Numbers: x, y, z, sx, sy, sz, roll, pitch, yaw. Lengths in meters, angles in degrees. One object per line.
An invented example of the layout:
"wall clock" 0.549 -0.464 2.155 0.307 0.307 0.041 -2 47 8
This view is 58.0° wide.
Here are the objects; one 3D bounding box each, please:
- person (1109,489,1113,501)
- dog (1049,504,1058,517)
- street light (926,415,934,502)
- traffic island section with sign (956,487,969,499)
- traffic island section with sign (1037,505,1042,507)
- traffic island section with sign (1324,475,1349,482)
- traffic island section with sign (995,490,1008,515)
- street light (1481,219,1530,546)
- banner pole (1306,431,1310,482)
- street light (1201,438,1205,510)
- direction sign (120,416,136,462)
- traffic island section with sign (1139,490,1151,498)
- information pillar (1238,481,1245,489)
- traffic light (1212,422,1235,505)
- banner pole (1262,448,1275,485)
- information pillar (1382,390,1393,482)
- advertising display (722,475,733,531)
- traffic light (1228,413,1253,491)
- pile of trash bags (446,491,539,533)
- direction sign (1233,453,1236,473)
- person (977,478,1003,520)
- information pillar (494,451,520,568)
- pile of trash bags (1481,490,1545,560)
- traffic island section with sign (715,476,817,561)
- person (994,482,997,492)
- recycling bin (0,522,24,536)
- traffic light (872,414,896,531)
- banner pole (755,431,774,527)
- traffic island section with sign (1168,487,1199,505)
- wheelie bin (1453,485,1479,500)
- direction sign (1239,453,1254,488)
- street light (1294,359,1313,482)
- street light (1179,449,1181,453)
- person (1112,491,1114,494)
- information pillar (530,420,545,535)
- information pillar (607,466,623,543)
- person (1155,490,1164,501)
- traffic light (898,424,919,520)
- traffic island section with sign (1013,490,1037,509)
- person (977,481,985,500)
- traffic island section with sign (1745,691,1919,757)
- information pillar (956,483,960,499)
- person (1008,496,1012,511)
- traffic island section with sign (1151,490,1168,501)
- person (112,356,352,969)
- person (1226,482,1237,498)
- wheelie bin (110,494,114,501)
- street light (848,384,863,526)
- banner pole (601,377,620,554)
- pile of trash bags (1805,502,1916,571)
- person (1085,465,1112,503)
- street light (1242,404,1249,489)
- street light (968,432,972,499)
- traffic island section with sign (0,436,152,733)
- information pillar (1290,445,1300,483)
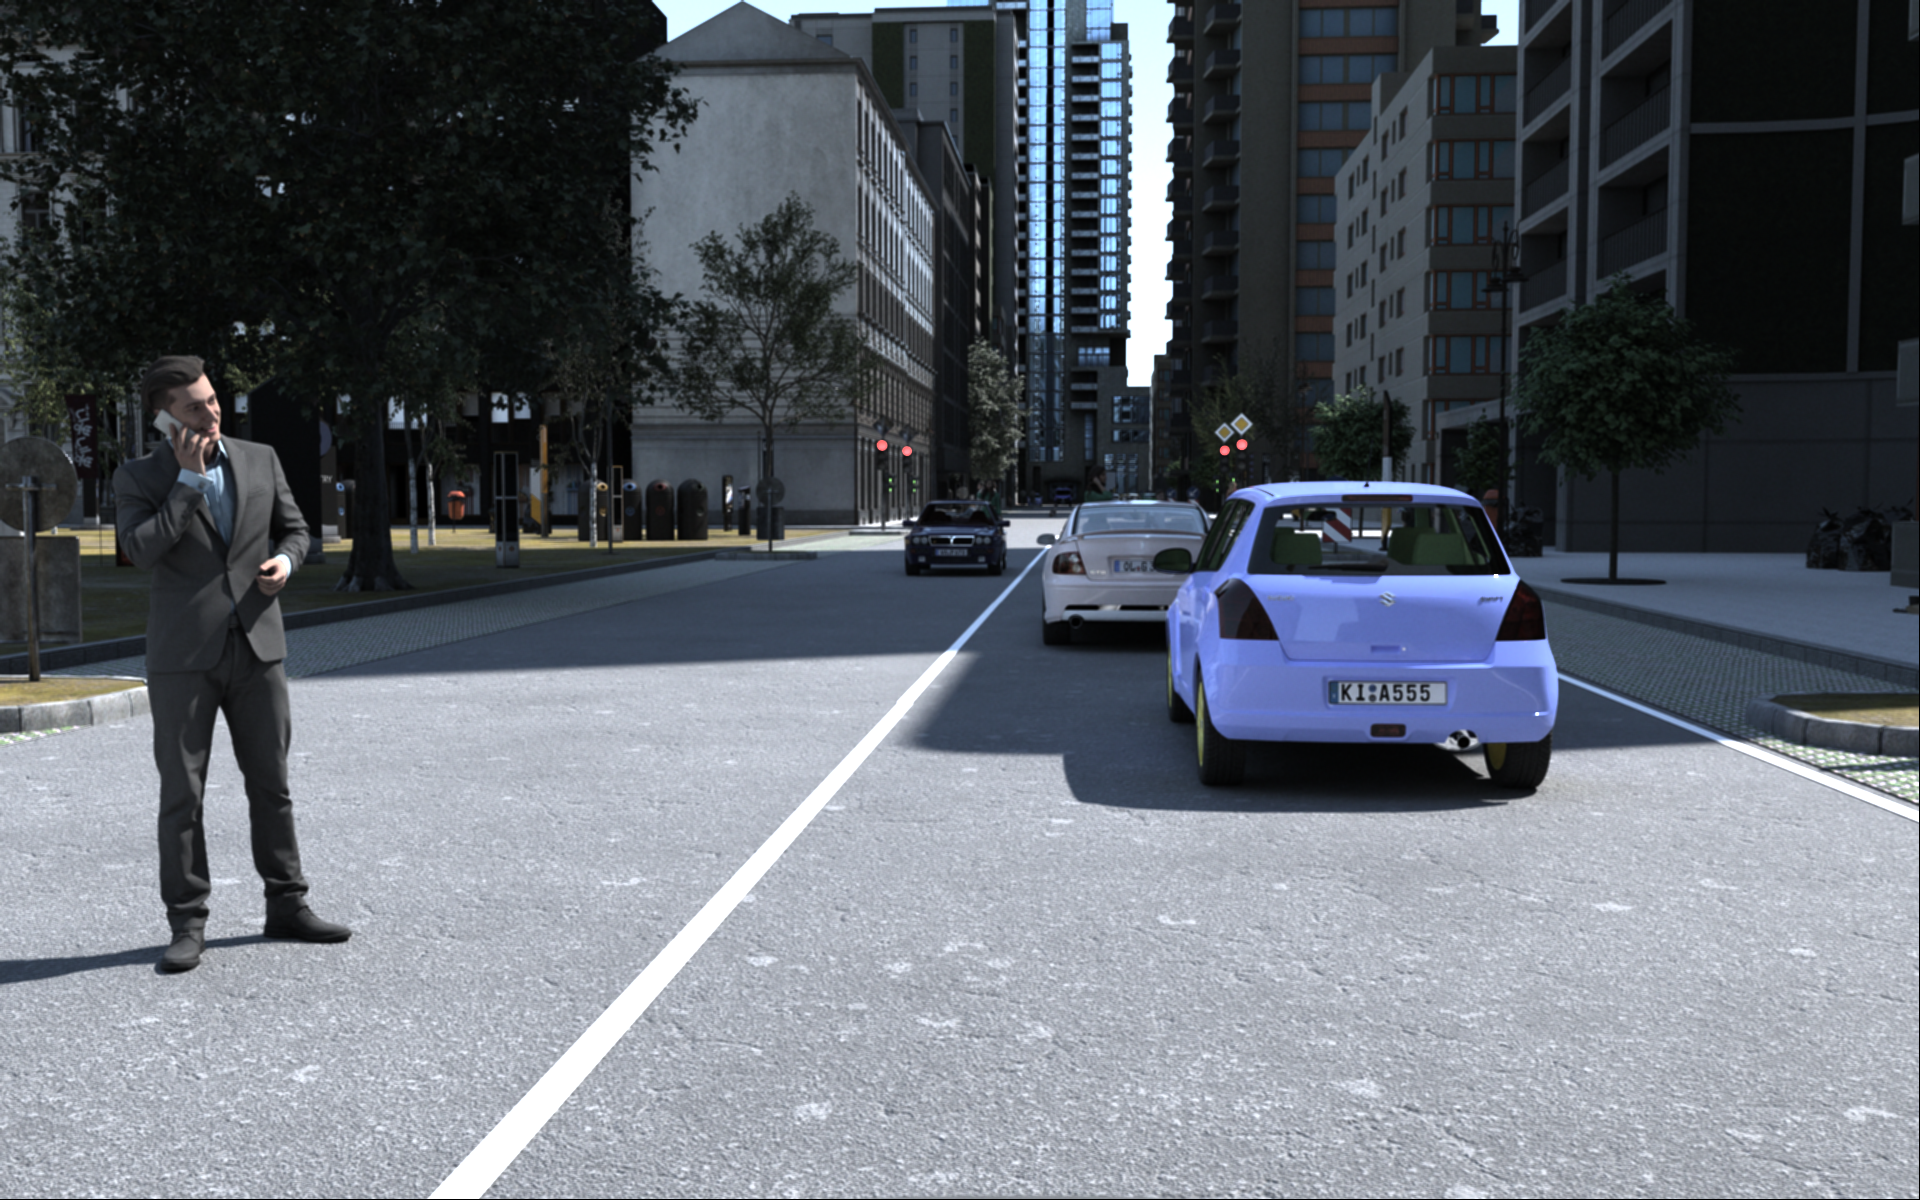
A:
"person" 11.011 -7.229 126.966 0.793 1.790 0.793 -3 5 -43
"dog" 5.744 -5.629 108.870 0.800 0.831 0.513 0 4 7
"street light" -1.733 -7.759 99.644 0.468 5.910 1.993 0 4 4
"traffic island section with sign" 0.182 -5.192 93.516 1.989 1.847 2.006 0 4 4
"traffic island section with sign" 8.371 -11.551 197.487 1.989 1.847 2.006 0 4 4
"traffic island section with sign" 7.983 -1.778 37.692 1.989 1.847 2.006 0 4 4
"traffic island section with sign" 2.349 -6.876 121.053 1.989 1.847 2.006 0 4 4
"street light" 9.234 -3.467 29.477 0.468 5.910 1.993 0 4 4
"banner pole" 13.685 -4.782 68.195 0.401 3.779 0.863 1 4 12
"street light" 15.892 -8.543 112.473 0.468 5.910 1.993 0 4 4
"direction sign" -24.113 -3.563 50.250 0.876 3.537 0.379 3 5 39
"traffic island section with sign" 20.584 -11.548 197.437 1.989 1.847 2.006 0 4 4
"information pillar" 16.231 -5.826 99.750 0.304 2.012 0.304 2 4 25
"traffic light" 10.323 -4.826 67.832 0.839 4.253 0.868 0 4 4
"banner pole" 16.650 -6.310 93.182 0.863 3.779 0.401 0 4 -1
"information pillar" 9.592 -2.909 38.914 0.183 3.616 0.504 0 4 -2
"advertising display" -8.026 -3.340 59.829 0.123 1.923 0.974 0 4 7
"traffic light" 9.695 -4.339 59.871 0.839 4.253 0.868 0 4 4
"pile of trash bags" -15.202 -2.890 57.012 3.447 1.369 1.912 0 4 2
"direction sign" 15.549 -6.385 96.392 0.876 3.537 0.379 3 5 41
"person" 0.675 -1.873 39.374 0.600 1.795 0.529 0 3 0
"information pillar" -7.863 -1.564 30.058 0.304 2.012 0.304 -3 5 -43
"pile of trash bags" 10.942 -1.568 35.383 1.912 1.369 3.447 1 4 17
"traffic island section with sign" -4.197 -1.797 38.009 1.989 1.847 2.006 0 4 4
"person" 0.728 -2.314 46.604 0.573 1.790 0.520 -1 4 -14
"recycling bin" -20.967 -1.573 38.276 0.722 1.027 0.722 0 4 -4
"traffic light" -2.679 -4.398 60.827 0.839 4.253 0.868 0 4 4
"banner pole" -7.735 -4.802 68.530 0.863 3.779 0.401 -2 4 -31
"traffic island section with sign" 12.328 -5.141 92.687 1.989 1.847 2.006 0 4 4
"wheelie bin" 12.903 -2.230 44.362 0.693 1.594 0.980 -1 4 -22
"direction sign" 15.657 -6.257 94.303 0.876 3.537 0.379 -3 4 -37
"street light" 11.729 -5.287 59.229 0.468 5.910 1.993 0 4 4
"street light" 18.173 -10.364 142.242 0.468 5.910 1.993 0 4 4
"person" 15.942 -10.604 181.500 1.348 1.869 0.705 0 3 0
"information pillar" -13.285 -3.869 54.611 0.504 3.616 0.183 0 4 -6
"information pillar" -9.106 -2.523 45.747 0.304 2.012 0.304 -2 4 -35
"person" 3.509 -1.187 30.506 0.523 1.515 0.503 0 4 0
"traffic light" -2.052 -4.885 68.788 0.839 4.253 0.868 0 4 4
"traffic island section with sign" 6.260 -9.907 170.615 1.989 1.847 2.006 0 4 4
"person" 0.691 -2.612 51.298 0.391 1.810 0.635 2 4 33
"traffic island section with sign" 5.822 -0.094 10.173 1.989 1.847 2.006 0 4 4
"information pillar" -0.135 -6.585 112.159 0.304 2.012 0.304 0 4 -2
"person" 4.124 -8.018 144.257 0.373 1.253 0.362 -1 4 -9
"traffic island section with sign" 14.476 -6.809 119.956 1.989 1.847 2.006 0 4 4
"person" -2.237 0.181 5.342 0.655 1.846 0.447 -3 5 -44
"person" 8.971 -2.975 57.114 0.573 1.828 0.580 -1 4 -20
"wheelie bin" -19.945 -2.069 41.738 0.980 1.594 0.693 -1 4 -15
"street light" -4.191 -5.923 69.628 0.468 5.910 1.993 0 4 4
"banner pole" -7.525 -2.891 37.287 0.401 3.779 0.863 0 4 -6
"pile of trash bags" 16.306 -1.193 29.264 3.447 1.369 1.912 1 4 9
"person" 1.725 -0.807 21.942 0.529 1.795 0.600 1 4 15
"street light" 13.475 -6.694 82.228 0.468 5.910 1.993 0 4 4
"street light" 0.707 -9.579 129.401 0.468 5.910 1.993 0 4 4
"traffic island section with sign" -6.313 -0.153 11.137 1.989 1.847 2.006 0 4 4
"information pillar" 15.773 -5.517 81.549 0.504 3.616 0.183 1 4 22
